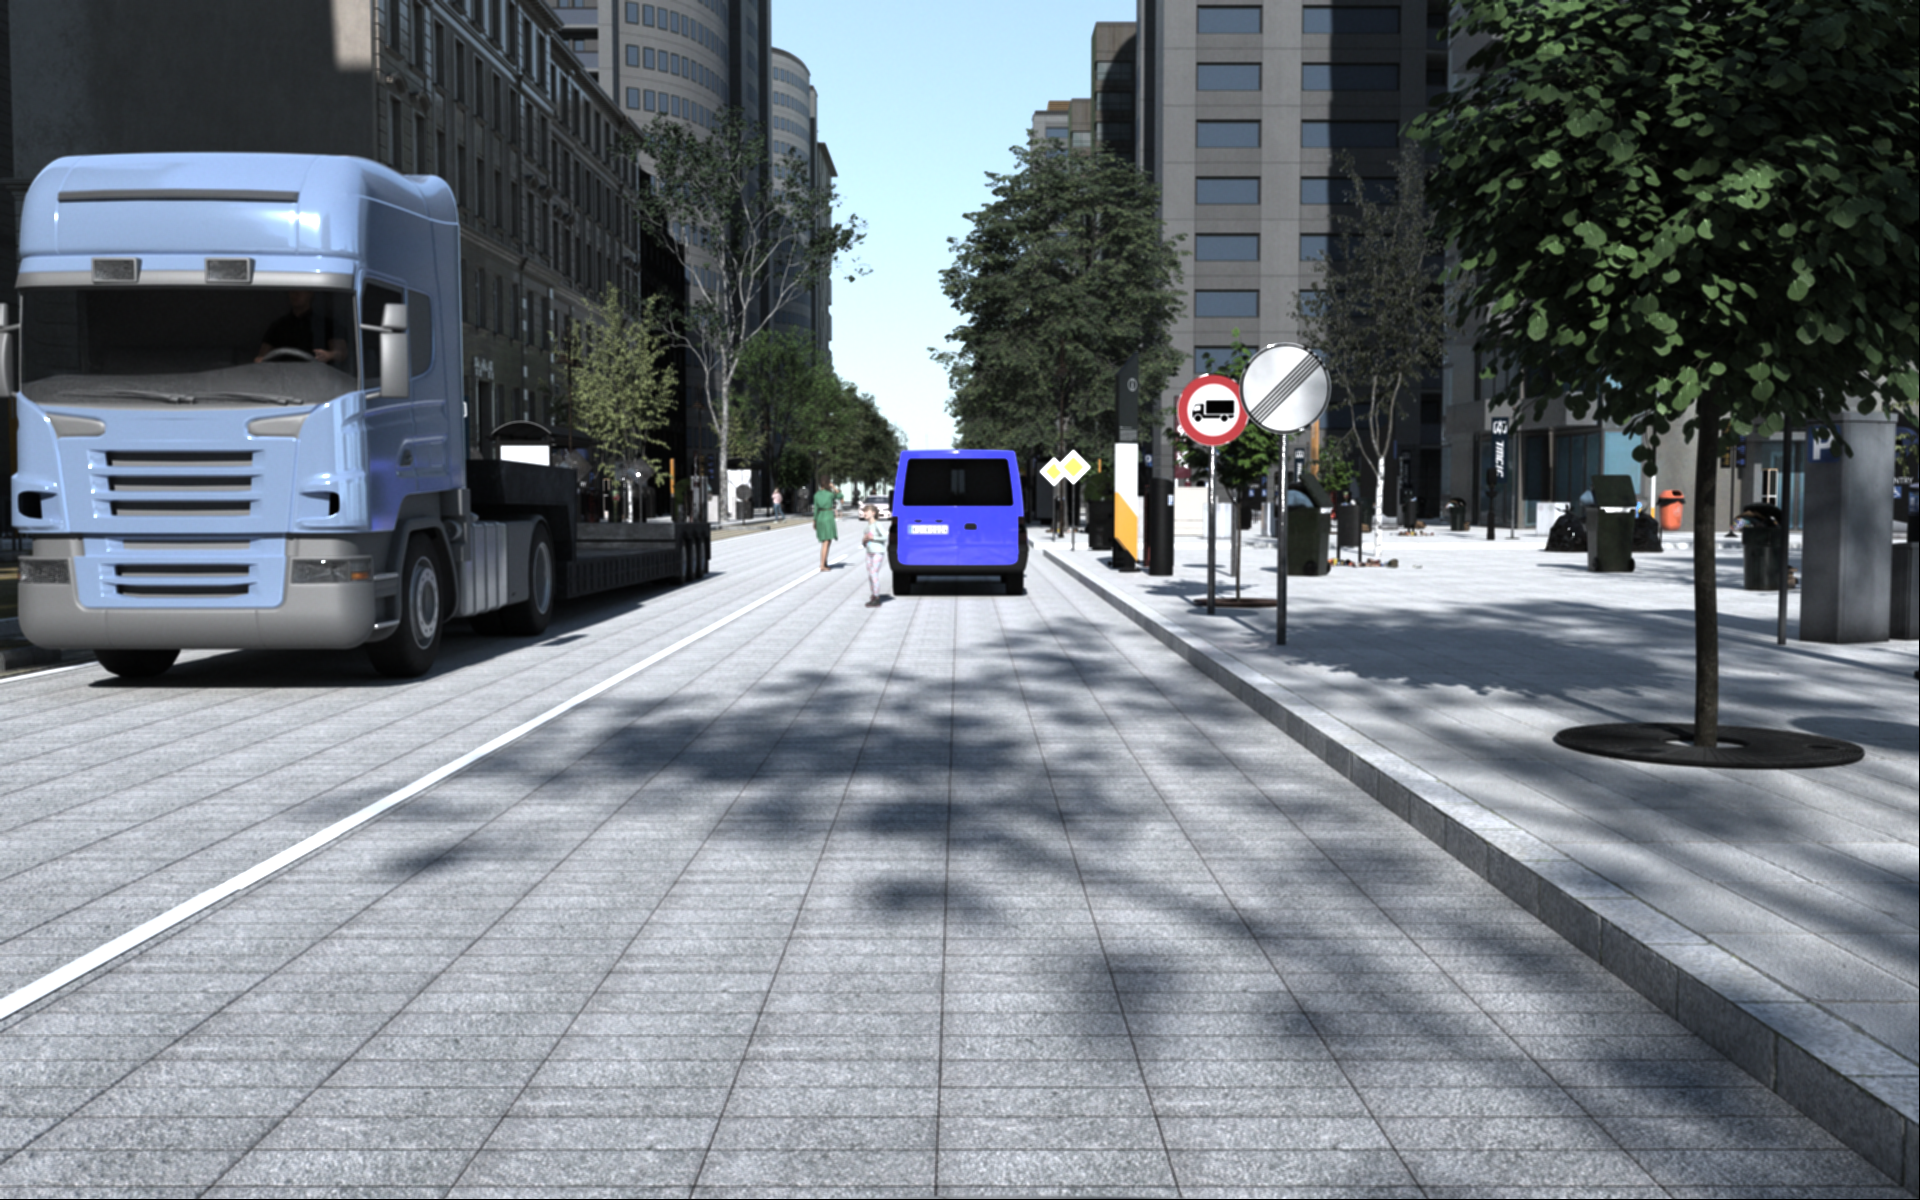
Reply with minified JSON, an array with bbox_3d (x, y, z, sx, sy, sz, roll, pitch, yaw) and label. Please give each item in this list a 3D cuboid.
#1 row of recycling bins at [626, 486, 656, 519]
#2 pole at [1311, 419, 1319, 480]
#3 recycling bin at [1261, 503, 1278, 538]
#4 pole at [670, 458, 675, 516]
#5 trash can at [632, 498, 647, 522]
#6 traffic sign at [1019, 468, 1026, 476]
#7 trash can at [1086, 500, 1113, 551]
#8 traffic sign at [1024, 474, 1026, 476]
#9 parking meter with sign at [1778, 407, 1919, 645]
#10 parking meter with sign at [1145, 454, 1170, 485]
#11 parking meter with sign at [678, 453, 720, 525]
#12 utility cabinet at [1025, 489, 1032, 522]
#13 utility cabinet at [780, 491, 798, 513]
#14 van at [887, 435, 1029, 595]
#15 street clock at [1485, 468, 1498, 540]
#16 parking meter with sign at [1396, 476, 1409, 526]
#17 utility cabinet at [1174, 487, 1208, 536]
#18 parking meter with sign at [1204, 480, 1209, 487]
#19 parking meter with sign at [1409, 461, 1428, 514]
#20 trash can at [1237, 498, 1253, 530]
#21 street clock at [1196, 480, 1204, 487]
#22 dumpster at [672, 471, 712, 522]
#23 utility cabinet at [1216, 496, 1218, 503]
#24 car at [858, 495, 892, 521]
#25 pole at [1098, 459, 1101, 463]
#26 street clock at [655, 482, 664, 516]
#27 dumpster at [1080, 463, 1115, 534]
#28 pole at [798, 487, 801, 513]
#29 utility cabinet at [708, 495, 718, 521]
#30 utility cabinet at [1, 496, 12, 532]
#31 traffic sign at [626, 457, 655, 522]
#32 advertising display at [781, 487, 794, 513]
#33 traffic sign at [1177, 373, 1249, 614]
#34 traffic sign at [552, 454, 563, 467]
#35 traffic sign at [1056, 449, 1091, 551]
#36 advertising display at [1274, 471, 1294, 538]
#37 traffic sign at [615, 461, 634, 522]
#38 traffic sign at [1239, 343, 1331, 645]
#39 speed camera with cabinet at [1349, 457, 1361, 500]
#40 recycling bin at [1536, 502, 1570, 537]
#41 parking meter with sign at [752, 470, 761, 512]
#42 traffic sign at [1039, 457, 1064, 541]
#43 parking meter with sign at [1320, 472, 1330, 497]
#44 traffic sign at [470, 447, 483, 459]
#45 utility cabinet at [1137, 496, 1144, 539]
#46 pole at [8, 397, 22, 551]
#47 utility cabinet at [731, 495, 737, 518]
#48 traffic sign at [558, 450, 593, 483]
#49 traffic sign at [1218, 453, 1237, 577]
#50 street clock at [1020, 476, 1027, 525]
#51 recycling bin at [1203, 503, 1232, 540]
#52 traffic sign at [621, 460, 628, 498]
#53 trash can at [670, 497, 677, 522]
[{"bbox_3d":[-16.742,-5.132,91.013,1.069,1.692,3.534,0,4,5],"label":"row of recycling bins"},{"bbox_3d":[9.595,-3.244,46.875,0.158,3.312,0.155,0,3,0],"label":"pole"},{"bbox_3d":[9.380,-2.374,51.368,0.722,1.027,0.722,0,4,-7],"label":"recycling bin"},{"bbox_3d":[-16.828,-6.559,101.078,0.158,3.312,0.155,0,3,0],"label":"pole"},{"bbox_3d":[-12.514,-3.413,67.449,0.748,1.137,0.748,0,3,0],"label":"trash can"},{"bbox_3d":[3.553,-7.719,120.085,2.265,3.308,0.079,1,4,8],"label":"traffic sign"},{"bbox_3d":[3.241,-1.705,39.526,0.748,1.137,0.748,0,3,0],"label":"trash can"},{"bbox_3d":[4.168,-6.378,104.386,0.768,2.556,0.104,0,4,4],"label":"traffic sign"},{"bbox_3d":[7.731,-1.146,14.994,1.738,3.016,0.543,-2,4,-26],"label":"parking meter with sign"},{"bbox_3d":[8.710,-4.828,75.199,0.543,3.016,1.738,-3,4,-39],"label":"parking meter with sign"},{"bbox_3d":[-10.966,-4.682,72.810,1.738,3.016,0.543,0,4,-1],"label":"parking meter with sign"},{"bbox_3d":[2.942,-4.319,79.294,0.318,1.500,1.173,1,4,22],"label":"utility cabinet"},{"bbox_3d":[-11.741,-6.736,118.806,1.173,1.500,0.318,-2,4,-30],"label":"utility cabinet"},{"bbox_3d":[-0.024,-1.332,26.169,2.240,2.365,5.245,0,3,0],"label":"van"},{"bbox_3d":[14.826,-2.676,48.317,0.358,2.002,0.471,1,4,10],"label":"street clock"},{"bbox_3d":[17.122,-4.418,68.488,0.543,3.016,1.738,2,4,31],"label":"parking meter with sign"},{"bbox_3d":[7.019,-2.708,52.949,1.173,1.500,0.318,1,4,16],"label":"utility cabinet"},{"bbox_3d":[12.577,-5.581,87.507,0.543,3.016,1.738,1,4,18],"label":"parking meter with sign"},{"bbox_3d":[23.928,-5.856,92.004,1.738,3.016,0.543,1,4,15],"label":"parking meter with sign"},{"bbox_3d":[10.167,-3.093,62.224,0.748,1.137,0.748,0,3,0],"label":"trash can"},{"bbox_3d":[12.801,-5.355,92.126,0.471,2.002,0.358,0,4,5],"label":"street clock"},{"bbox_3d":[-11.491,-4.387,74.223,1.502,2.255,1.985,0,4,0],"label":"dumpster"},{"bbox_3d":[10.335,-3.760,72.629,1.020,1.237,0.306,-2,4,-27],"label":"utility cabinet"},{"bbox_3d":[-4.501,-5.072,95.286,2.083,1.381,4.827,0,4,2],"label":"car"},{"bbox_3d":[7.919,-6.382,98.184,0.158,3.312,0.155,0,3,0],"label":"pole"},{"bbox_3d":[-17.328,-5.833,99.940,0.358,2.002,0.471,2,4,33],"label":"street clock"},{"bbox_3d":[4.651,-3.242,55.495,1.502,2.255,1.985,0,3,0],"label":"dumpster"},{"bbox_3d":[-11.158,-7.740,120.384,0.158,3.312,0.155,0,3,0],"label":"pole"},{"bbox_3d":[-11.643,-4.363,82.489,1.020,1.237,0.306,-1,4,-17],"label":"utility cabinet"},{"bbox_3d":[-32.263,-2.927,59.020,0.306,1.237,1.020,2,4,33],"label":"utility cabinet"},{"bbox_3d":[-8.651,-2.648,46.939,0.795,2.450,0.064,0,3,0],"label":"traffic sign"},{"bbox_3d":[-11.727,-6.879,117.681,0.974,1.923,0.123,-2,4,-33],"label":"advertising display"},{"bbox_3d":[2.682,-1.120,18.411,0.768,2.556,0.104,0,4,3],"label":"traffic sign"},{"bbox_3d":[-12.914,-3.389,55.509,0.768,2.556,0.104,1,4,10],"label":"traffic sign"},{"bbox_3d":[2.544,-2.159,38.935,0.795,2.450,0.064,0,3,0],"label":"traffic sign"},{"bbox_3d":[9.292,-2.721,49.705,0.123,1.923,0.974,-1,4,-17],"label":"advertising display"},{"bbox_3d":[-10.312,-3.129,53.284,0.606,2.300,0.079,0,4,2],"label":"traffic sign"},{"bbox_3d":[2.739,-0.892,14.688,0.768,2.556,0.104,0,4,2],"label":"traffic sign"},{"bbox_3d":[21.487,-5.984,92.166,0.660,3.252,2.038,3,5,43],"label":"speed camera with cabinet"},{"bbox_3d":[17.899,-2.430,52.288,0.722,1.027,0.722,-3,4,-37],"label":"recycling bin"},{"bbox_3d":[-14.801,-7.635,121.098,1.738,3.016,0.543,1,4,12],"label":"parking meter with sign"},{"bbox_3d":[2.544,-2.647,46.920,0.795,2.450,0.064,0,3,0],"label":"traffic sign"},{"bbox_3d":[14.709,-4.615,71.712,0.543,3.016,1.738,-2,4,-30],"label":"parking meter with sign"},{"bbox_3d":[-13.127,-2.825,46.294,0.768,2.556,0.104,0,4,3],"label":"traffic sign"},{"bbox_3d":[5.204,-2.369,49.903,1.020,1.237,0.306,-2,4,-25],"label":"utility cabinet"},{"bbox_3d":[-19.153,-2.524,35.105,0.158,3.312,0.155,0,3,0],"label":"pole"},{"bbox_3d":[-11.917,-4.916,91.536,0.306,1.237,1.020,0,4,-5],"label":"utility cabinet"},{"bbox_3d":[-8.650,-2.160,38.954,0.795,2.450,0.064,0,3,0],"label":"traffic sign"},{"bbox_3d":[4.242,-1.631,26.770,0.768,2.556,0.104,1,4,9],"label":"traffic sign"},{"bbox_3d":[2.494,-3.945,69.066,0.358,2.002,0.471,-1,4,-20],"label":"street clock"},{"bbox_3d":[7.404,-2.249,49.320,0.722,1.027,0.722,3,5,45],"label":"recycling bin"},{"bbox_3d":[-12.428,-3.918,64.162,0.768,2.556,0.104,0,4,7],"label":"traffic sign"},{"bbox_3d":[-12.686,-4.056,77.965,0.748,1.137,0.748,0,3,0],"label":"trash can"}]
